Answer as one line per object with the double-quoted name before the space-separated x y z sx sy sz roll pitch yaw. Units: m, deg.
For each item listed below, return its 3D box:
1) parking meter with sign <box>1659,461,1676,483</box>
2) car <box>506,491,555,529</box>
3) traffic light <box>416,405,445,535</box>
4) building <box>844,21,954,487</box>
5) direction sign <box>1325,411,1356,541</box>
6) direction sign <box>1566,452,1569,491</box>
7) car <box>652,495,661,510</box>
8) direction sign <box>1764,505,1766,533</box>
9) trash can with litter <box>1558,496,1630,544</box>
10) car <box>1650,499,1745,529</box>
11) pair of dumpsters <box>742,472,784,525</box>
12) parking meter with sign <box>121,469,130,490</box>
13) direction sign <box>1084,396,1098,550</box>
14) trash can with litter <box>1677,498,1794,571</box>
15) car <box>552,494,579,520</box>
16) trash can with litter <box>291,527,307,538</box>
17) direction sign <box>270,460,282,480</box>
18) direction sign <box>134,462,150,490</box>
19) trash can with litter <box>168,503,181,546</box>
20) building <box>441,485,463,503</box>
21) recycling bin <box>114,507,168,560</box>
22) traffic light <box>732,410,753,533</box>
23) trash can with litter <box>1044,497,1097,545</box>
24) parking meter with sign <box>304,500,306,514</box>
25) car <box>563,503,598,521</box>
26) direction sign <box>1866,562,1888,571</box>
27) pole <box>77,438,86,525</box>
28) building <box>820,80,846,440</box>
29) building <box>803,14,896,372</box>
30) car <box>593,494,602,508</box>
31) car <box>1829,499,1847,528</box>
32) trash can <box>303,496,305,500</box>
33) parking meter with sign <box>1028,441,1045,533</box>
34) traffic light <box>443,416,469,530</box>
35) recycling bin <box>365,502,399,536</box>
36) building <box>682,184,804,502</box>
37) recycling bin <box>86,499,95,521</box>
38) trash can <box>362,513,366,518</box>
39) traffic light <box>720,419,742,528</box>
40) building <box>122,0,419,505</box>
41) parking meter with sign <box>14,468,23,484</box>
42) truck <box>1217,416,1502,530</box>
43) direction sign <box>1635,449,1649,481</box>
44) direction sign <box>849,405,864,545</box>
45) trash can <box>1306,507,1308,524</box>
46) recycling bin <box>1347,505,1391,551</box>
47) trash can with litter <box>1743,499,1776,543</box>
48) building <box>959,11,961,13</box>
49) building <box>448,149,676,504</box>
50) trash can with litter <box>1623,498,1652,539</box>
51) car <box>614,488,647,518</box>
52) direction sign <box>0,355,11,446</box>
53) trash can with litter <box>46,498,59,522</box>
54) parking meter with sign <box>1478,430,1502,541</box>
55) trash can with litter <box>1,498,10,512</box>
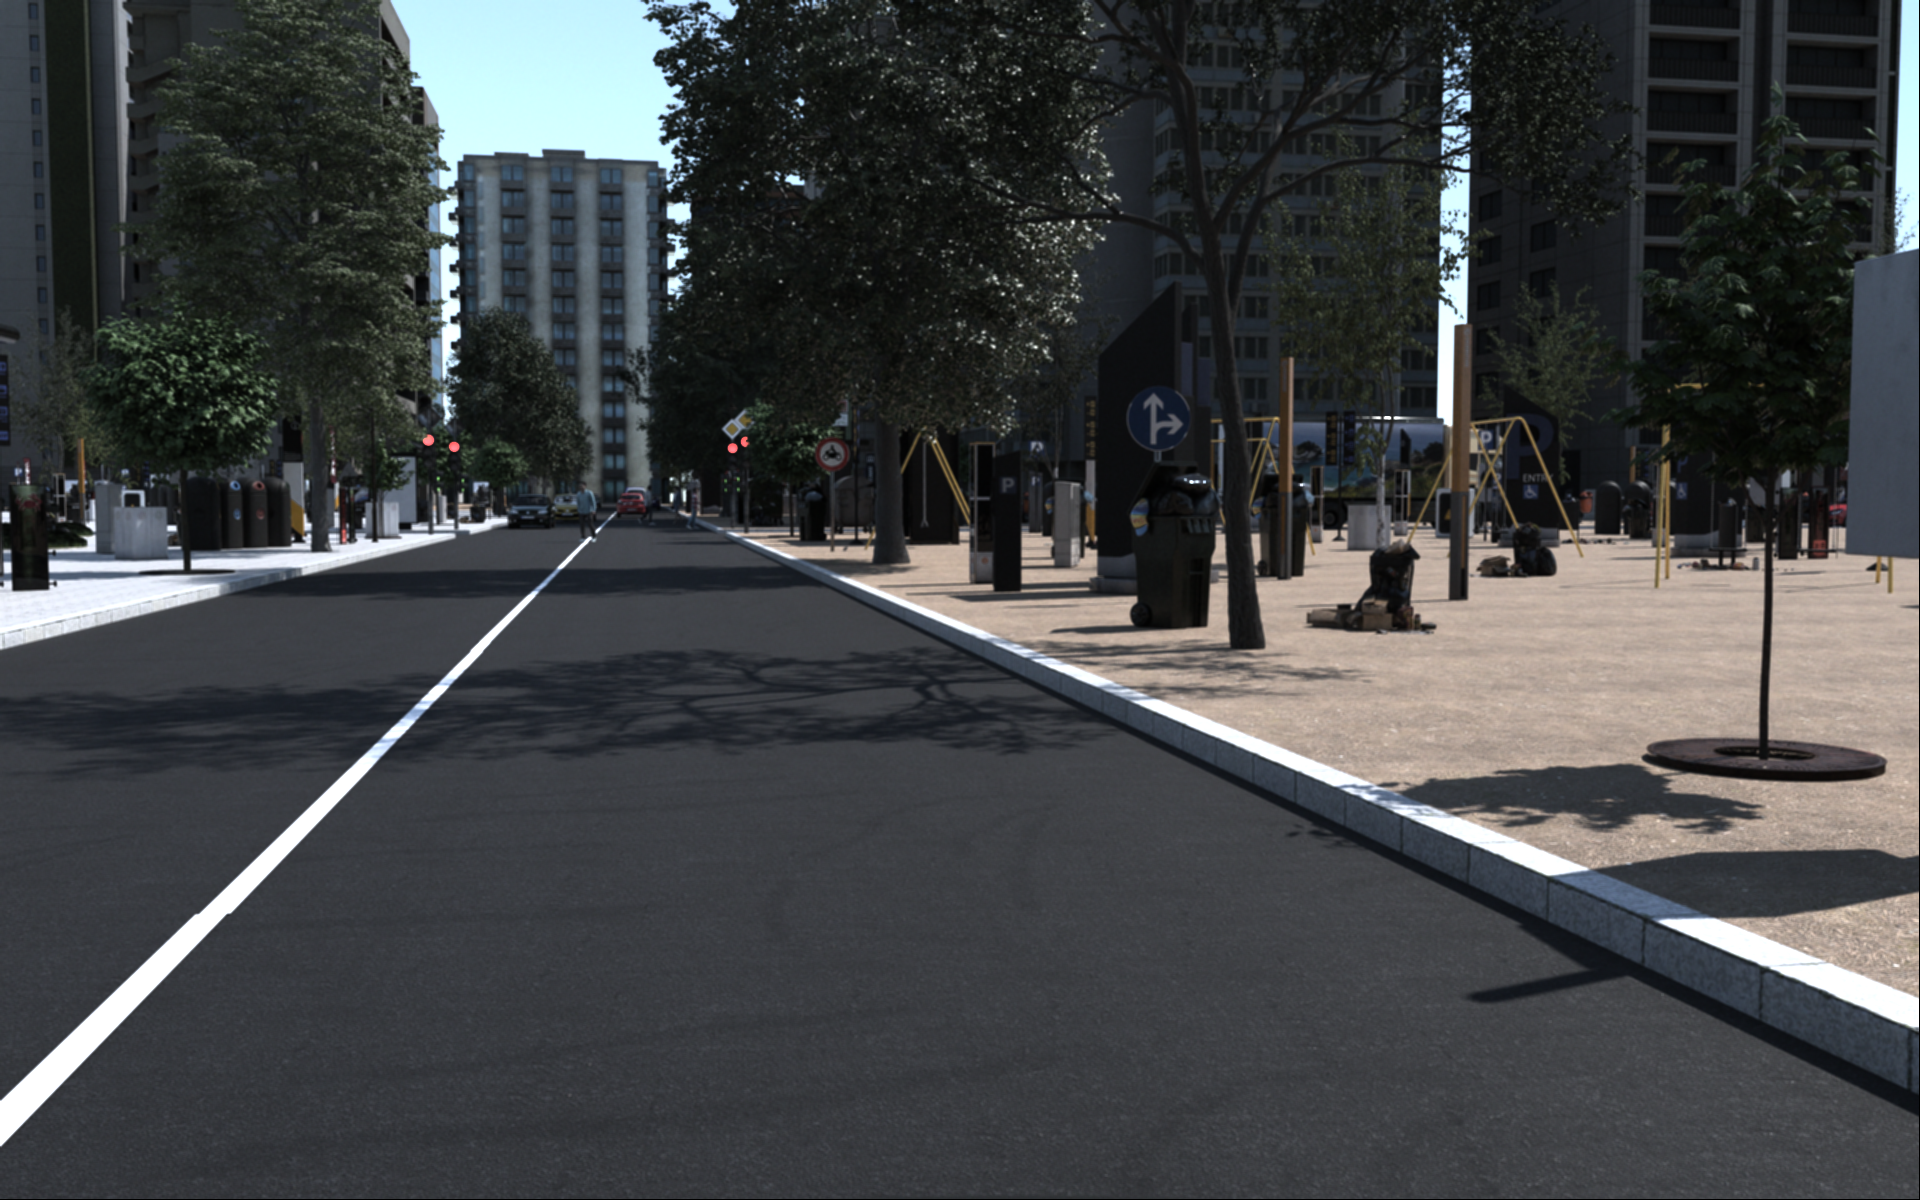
"parking meter with sign" 34.882 -5.407 84.665 0.543 3.016 1.738 -1 4 -10
"car" -17.968 -3.847 72.683 2.009 1.686 4.222 -1 4 -9
"traffic light" -16.753 -4.029 54.792 0.839 4.253 0.868 -1 4 -11
"building" -3.500 -28.816 154.731 14.154 41.232 14.086 -1 4 -11
"direction sign" 10.393 -3.386 47.364 0.876 3.537 0.379 3 5 40
"direction sign" 32.570 -6.172 92.911 0.379 3.537 0.876 1 4 14
"car" -27.377 -8.599 153.166 1.945 1.354 3.894 -1 4 -11
"direction sign" 26.455 -3.962 56.773 0.379 3.537 0.876 -1 4 -17
"trash can with litter" 16.155 -2.071 44.911 2.233 1.210 1.678 2 4 33
"car" 28.697 -3.548 67.045 4.494 1.783 2.155 -1 4 -12
"pair of dumpsters" -8.193 -4.281 72.490 1.574 2.255 4.437 -1 4 -11
"parking meter with sign" -57.643 -7.537 119.494 0.543 3.016 1.738 -1 4 -21
"direction sign" 3.214 -2.943 40.121 0.876 3.537 0.379 -3 4 -38
"trash can with litter" 13.206 -1.154 29.922 1.678 1.210 2.233 0 4 1
"car" -19.488 -4.635 86.006 2.015 1.641 3.980 -1 4 -12
"trash can with litter" -20.160 -2.495 51.846 1.678 1.210 2.233 -1 4 -14
"direction sign" -45.107 -7.475 114.216 0.876 3.537 0.379 1 4 15
"direction sign" -52.797 -7.331 111.860 0.876 3.537 0.379 -2 4 -32
"trash can with litter" -19.197 -1.909 42.600 1.055 1.170 0.624 2 4 33
"building" -84.676 -39.747 239.107 27.495 52.752 28.713 -1 4 -11
"recycling bin" -16.099 -1.314 34.043 0.722 1.027 0.722 2 4 33
"traffic light" -7.015 -4.141 56.632 0.839 4.253 0.868 -1 4 -11
"trash can with litter" 3.128 -1.991 43.617 2.233 1.210 1.678 -1 4 -13
"parking meter with sign" -43.081 -7.115 112.597 0.543 3.016 1.738 0 4 2
"car" -20.372 -4.904 92.758 1.945 1.354 3.894 -1 4 -12
"direction sign" 15.431 -2.262 28.982 0.379 3.537 0.876 3 4 36
"pole" -32.213 -4.261 63.515 0.158 3.312 0.155 0 3 0
"building" -5.915 -31.737 169.010 14.600 45.320 14.200 -1 4 -11
"building" -2.472 -36.781 190.600 28.713 52.752 27.495 -1 4 -11
"car" -39.035 -10.517 183.755 2.131 1.459 4.920 -1 4 -10
"car" 35.839 -3.628 68.364 4.494 1.783 2.155 -1 4 -9
"trash can" -44.074 -6.363 115.683 0.748 1.137 0.748 0 3 0
"parking meter with sign" 2.520 -3.743 57.465 0.543 3.016 1.738 0 4 1
"traffic light" -18.228 -4.509 62.641 0.839 4.253 0.868 -1 4 -11
"recycling bin" -17.577 -2.454 52.670 0.722 1.027 0.722 3 4 38
"building" -25.545 -36.253 247.363 28.867 44.769 22.147 -1 4 -11
"recycling bin" -41.036 -4.228 81.686 0.722 1.027 0.722 0 4 8
"trash can" -32.219 -5.034 93.966 0.748 1.137 0.748 0 3 0
"traffic light" -8.490 -4.621 64.481 0.839 4.253 0.868 -1 4 -11
"building" -61.548 -32.555 155.982 21.300 48.544 21.600 -1 4 -11
"parking meter with sign" -63.266 -7.371 116.771 0.543 3.016 1.738 -1 4 -18
"truck" 15.302 -4.613 64.332 11.283 4.237 2.839 -1 4 -11
"direction sign" 33.999 -5.773 86.380 0.876 3.537 0.379 -2 4 -24
"direction sign" -2.643 -3.187 44.100 0.379 3.537 0.876 0 4 6
"trash can" 11.529 -2.891 58.926 0.748 1.137 0.748 0 3 0
"recycling bin" 9.368 -1.658 39.663 0.722 1.027 0.722 -1 4 -23
"trash can with litter" 21.138 -2.091 45.567 1.055 1.170 0.624 0 4 3
"building" 4.055 -57.457 252.094 31.000 86.520 22.319 -1 4 -11
"building" -55.344 -38.147 243.313 30.456 49.044 23.786 -1 4 -11
"trash can with litter" 19.583 -2.338 49.615 1.055 1.170 0.624 -1 4 -21
"car" -19.962 -5.887 105.284 2.155 1.783 4.494 -1 4 -11
"direction sign" -15.802 -2.200 27.975 0.379 3.537 0.876 3 5 42
"trash can with litter" -32.251 -3.083 61.789 0.624 1.170 1.055 3 4 39
"parking meter with sign" 14.994 -3.134 47.509 1.738 3.016 0.543 -2 4 -33
"trash can with litter" -69.239 -6.977 125.459 1.055 1.170 0.624 -2 4 -35
